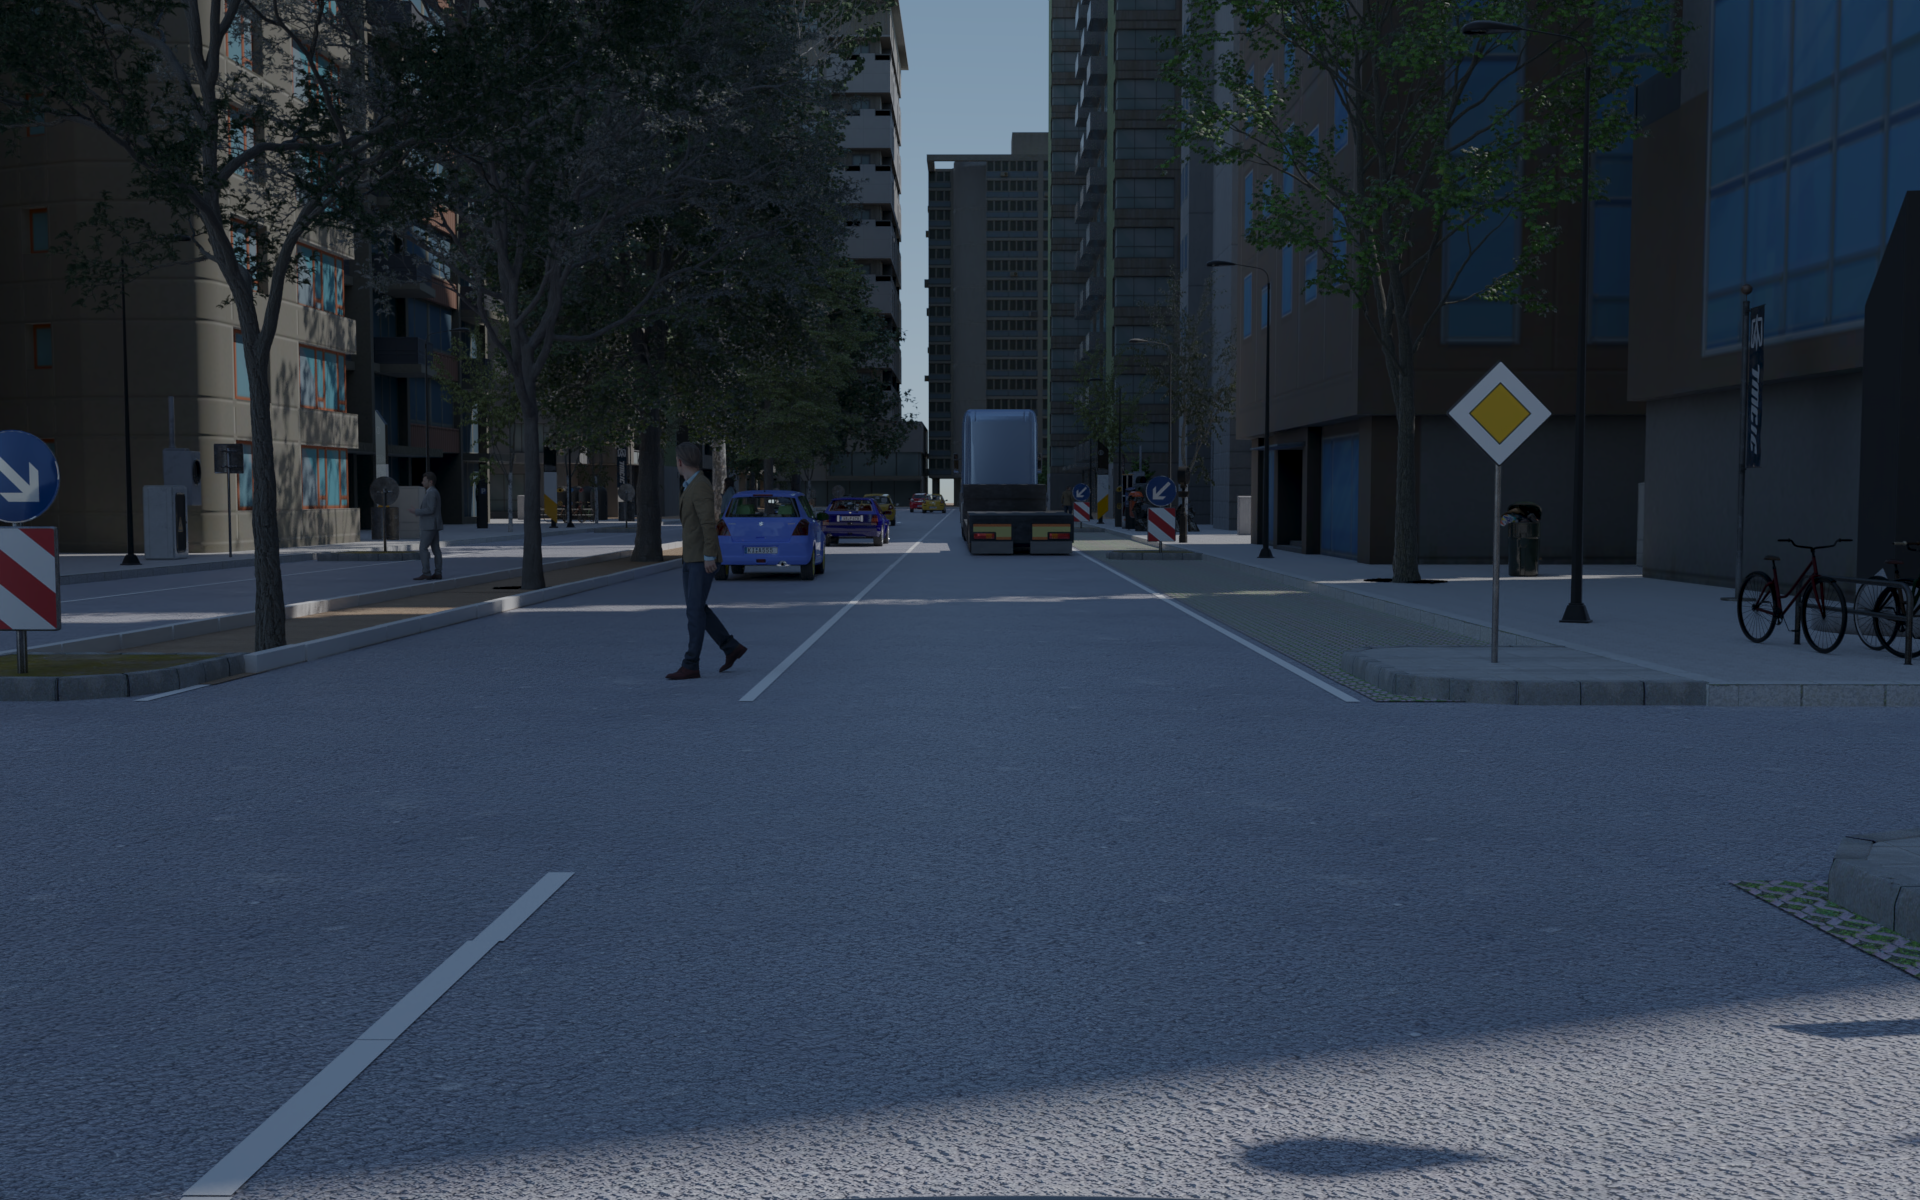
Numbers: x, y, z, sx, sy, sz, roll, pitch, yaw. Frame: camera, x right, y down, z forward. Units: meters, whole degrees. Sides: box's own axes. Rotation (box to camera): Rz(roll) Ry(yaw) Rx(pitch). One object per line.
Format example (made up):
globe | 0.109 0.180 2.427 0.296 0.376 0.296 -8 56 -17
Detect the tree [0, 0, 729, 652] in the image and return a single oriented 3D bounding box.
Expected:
tree | -6.159 -4.814 15.575 8.767 10.594 7.601 0 4 0

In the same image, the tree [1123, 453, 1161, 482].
tree | 7.854 -4.893 74.596 1.663 3.219 1.824 0 3 0

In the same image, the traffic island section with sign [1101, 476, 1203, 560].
traffic island section with sign | 4.255 -1.813 38.269 1.989 1.847 2.006 0 4 0

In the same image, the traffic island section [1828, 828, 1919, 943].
traffic island section | 4.037 1.044 5.204 2.009 0.180 2.903 0 4 0

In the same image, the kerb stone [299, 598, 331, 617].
kerb stone | -7.717 0.104 20.490 0.120 0.150 1.000 0 4 0

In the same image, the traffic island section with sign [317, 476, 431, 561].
traffic island section with sign | -12.731 -1.790 37.902 1.989 1.847 2.006 0 4 0

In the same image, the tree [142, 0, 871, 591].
tree | -6.357 -6.884 25.374 12.009 13.543 11.850 0 3 0

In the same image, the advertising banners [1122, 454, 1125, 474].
advertising banners | 7.402 -4.935 76.876 0.090 3.025 2.074 1 4 18

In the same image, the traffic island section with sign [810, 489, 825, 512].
traffic island section with sign | -12.072 -8.175 142.295 1.989 1.847 2.006 0 4 0

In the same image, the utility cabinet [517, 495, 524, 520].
utility cabinet | -21.507 -4.594 86.276 1.020 1.237 0.306 0 4 7

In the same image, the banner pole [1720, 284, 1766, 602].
banner pole | 9.348 -1.865 20.516 0.401 3.779 0.863 0 4 6

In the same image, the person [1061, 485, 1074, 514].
person | 5.107 -4.471 81.514 0.656 1.842 0.836 0 4 -3

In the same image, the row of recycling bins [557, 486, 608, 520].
row of recycling bins | -18.820 -4.829 86.060 3.534 1.692 1.069 3 4 37

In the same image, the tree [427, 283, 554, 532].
tree | -15.426 -6.607 58.390 4.737 8.622 4.395 0 3 0

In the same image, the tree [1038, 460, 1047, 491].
tree | 7.883 -11.144 165.923 4.285 4.588 4.351 0 3 0

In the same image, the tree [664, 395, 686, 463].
tree | -15.733 -8.371 87.226 4.360 8.622 3.978 0 3 0

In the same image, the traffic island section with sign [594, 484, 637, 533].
traffic island section with sign | -12.560 -3.448 64.995 1.989 1.847 2.006 0 4 0

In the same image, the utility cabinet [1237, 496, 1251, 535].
utility cabinet | 9.182 -2.621 54.015 1.020 1.237 0.306 0 4 -4

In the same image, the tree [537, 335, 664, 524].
tree | -16.012 -7.636 75.211 4.360 8.622 3.978 0 3 0

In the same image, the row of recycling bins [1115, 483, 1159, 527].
row of recycling bins | 6.798 -3.619 66.288 1.069 1.692 3.534 -1 4 -11

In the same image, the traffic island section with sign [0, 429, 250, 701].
traffic island section with sign | -6.697 -0.292 12.916 2.006 1.907 1.989 0 4 0

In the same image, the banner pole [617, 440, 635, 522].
banner pole | -15.500 -5.520 80.267 0.863 3.779 0.401 0 4 -3

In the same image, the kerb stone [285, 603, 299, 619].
kerb stone | -7.716 0.169 19.466 0.120 0.150 1.000 0 4 0

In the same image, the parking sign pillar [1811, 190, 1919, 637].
parking sign pillar | 8.756 -1.688 16.068 1.447 3.967 1.447 1 4 14

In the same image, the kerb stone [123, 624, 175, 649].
kerb stone | -7.738 0.359 16.376 0.120 0.150 1.000 0 4 0

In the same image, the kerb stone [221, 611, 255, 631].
kerb stone | -7.722 0.230 18.441 0.120 0.150 1.000 0 4 0

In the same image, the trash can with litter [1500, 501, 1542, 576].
trash can with litter | 8.827 -0.968 27.221 0.624 1.170 1.055 1 4 21

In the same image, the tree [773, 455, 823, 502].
tree | -6.567 -7.472 74.993 4.360 8.622 3.978 0 3 0

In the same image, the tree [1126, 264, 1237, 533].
tree | 7.577 -6.468 56.110 4.360 8.622 3.978 0 3 0

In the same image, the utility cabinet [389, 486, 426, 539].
utility cabinet | -15.747 -2.484 49.285 1.173 1.500 0.318 2 4 24

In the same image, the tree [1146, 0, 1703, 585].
tree | 6.306 -6.059 24.823 9.928 11.665 9.643 0 3 0

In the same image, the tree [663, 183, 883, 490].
tree | -6.488 -8.396 57.858 7.486 12.596 7.792 0 3 0

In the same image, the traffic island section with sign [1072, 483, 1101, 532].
traffic island section with sign | 4.417 -3.461 65.223 1.989 1.847 2.006 0 4 0

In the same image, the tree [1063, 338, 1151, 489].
tree | 6.966 -8.104 82.858 4.737 8.622 4.395 0 3 0

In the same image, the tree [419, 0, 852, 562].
tree | -6.630 -7.784 36.374 9.857 13.997 8.962 0 3 0

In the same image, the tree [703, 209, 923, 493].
tree | -6.321 -8.992 66.485 9.611 12.733 9.660 0 3 0

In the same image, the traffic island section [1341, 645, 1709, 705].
traffic island section | 4.087 0.556 13.189 2.009 0.180 2.903 0 4 0

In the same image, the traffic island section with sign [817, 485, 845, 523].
traffic island section with sign | -6.241 -4.888 88.053 2.006 1.907 1.989 0 4 0

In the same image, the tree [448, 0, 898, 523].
tree | -7.762 -11.569 47.505 12.611 20.169 13.585 0 3 0

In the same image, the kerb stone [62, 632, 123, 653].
kerb stone | -7.751 0.419 15.350 0.120 0.150 1.000 0 4 0

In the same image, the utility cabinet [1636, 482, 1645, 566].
utility cabinet | 12.497 -1.337 30.541 1.173 1.500 0.318 -1 4 -22

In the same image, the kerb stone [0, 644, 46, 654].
kerb stone | -7.752 0.482 14.322 0.120 0.150 1.000 0 4 0

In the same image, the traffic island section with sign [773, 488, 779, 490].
traffic island section with sign | -12.243 -6.527 115.341 1.989 1.847 2.006 0 4 0

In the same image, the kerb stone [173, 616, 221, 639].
kerb stone | -7.735 0.293 17.412 0.120 0.150 1.000 0 4 0
